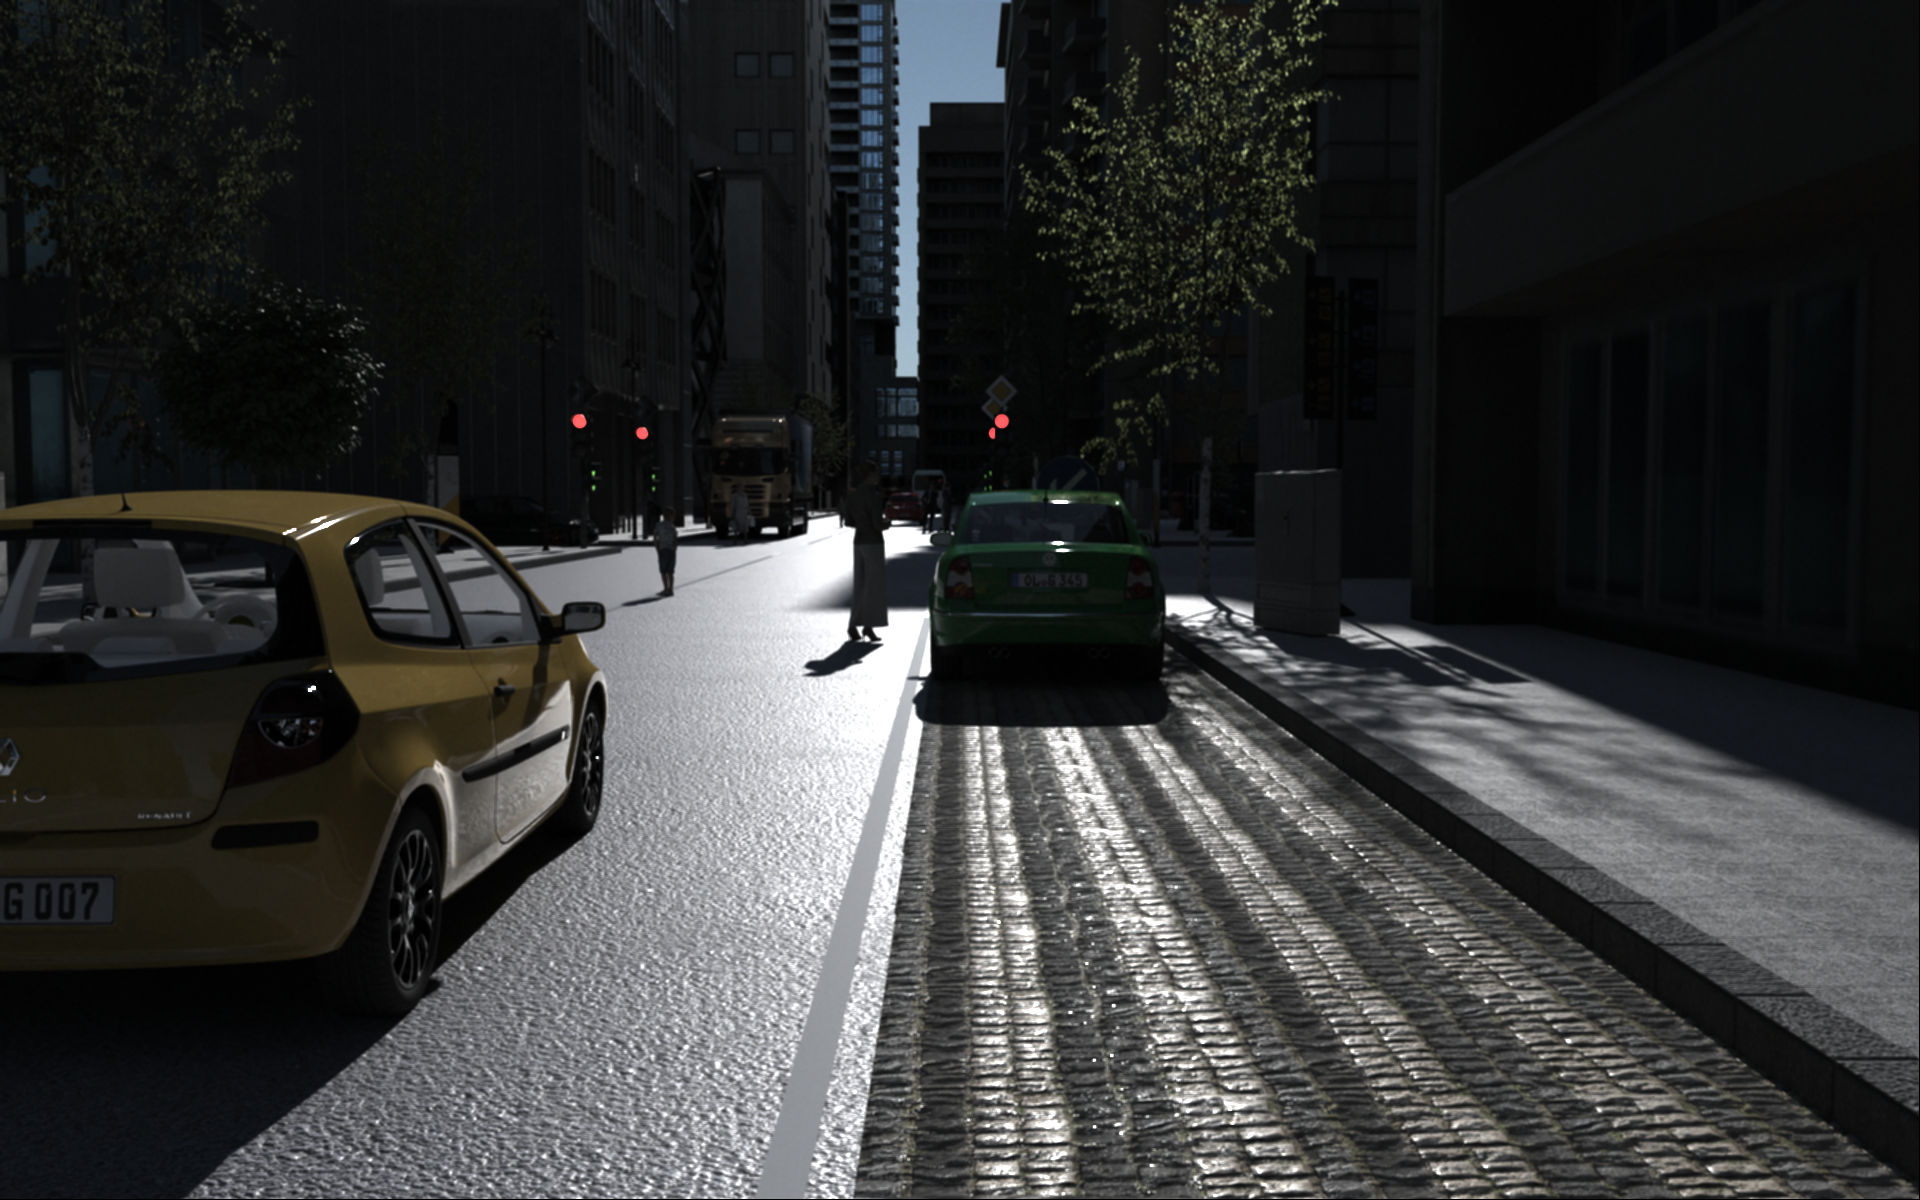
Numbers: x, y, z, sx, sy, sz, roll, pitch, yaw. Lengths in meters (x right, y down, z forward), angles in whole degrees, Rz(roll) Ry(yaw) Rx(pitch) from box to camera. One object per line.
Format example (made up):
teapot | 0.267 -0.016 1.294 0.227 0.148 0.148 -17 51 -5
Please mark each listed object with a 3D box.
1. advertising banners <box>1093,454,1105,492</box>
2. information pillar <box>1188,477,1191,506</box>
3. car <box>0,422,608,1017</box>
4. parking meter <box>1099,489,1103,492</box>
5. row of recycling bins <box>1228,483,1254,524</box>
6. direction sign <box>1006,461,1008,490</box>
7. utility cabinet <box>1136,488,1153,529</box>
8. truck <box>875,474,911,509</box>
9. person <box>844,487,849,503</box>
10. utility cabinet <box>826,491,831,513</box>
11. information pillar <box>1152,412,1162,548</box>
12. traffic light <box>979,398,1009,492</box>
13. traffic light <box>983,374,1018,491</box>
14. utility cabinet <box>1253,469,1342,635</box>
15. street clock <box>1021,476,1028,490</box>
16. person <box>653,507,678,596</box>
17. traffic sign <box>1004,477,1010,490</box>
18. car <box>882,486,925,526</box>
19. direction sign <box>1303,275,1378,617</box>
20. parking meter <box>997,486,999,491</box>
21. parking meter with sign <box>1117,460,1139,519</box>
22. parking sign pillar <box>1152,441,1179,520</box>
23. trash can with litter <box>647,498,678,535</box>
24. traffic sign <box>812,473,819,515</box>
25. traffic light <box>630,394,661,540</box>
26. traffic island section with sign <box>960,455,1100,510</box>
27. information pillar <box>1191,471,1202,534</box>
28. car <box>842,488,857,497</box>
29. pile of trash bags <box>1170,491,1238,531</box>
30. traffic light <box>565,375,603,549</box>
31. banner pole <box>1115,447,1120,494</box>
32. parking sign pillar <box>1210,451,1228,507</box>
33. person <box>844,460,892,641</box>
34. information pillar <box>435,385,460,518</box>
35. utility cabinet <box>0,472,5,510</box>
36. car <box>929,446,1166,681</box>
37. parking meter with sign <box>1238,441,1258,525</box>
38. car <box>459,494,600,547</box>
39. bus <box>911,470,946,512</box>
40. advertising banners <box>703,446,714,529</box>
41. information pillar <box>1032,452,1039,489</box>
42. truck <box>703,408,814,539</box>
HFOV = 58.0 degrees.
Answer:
advertising banners | 5.948 -4.805 74.745 0.090 3.025 2.074 -1 4 -13
information pillar | 9.852 -4.211 73.338 0.304 2.012 0.304 -3 5 -44
car | -2.373 0.249 6.156 2.015 1.641 3.980 0 4 -1
parking meter | 6.798 -4.675 84.852 0.372 1.533 0.369 0 3 0
row of recycling bins | 11.225 -3.619 66.282 1.069 1.692 3.534 2 4 29
direction sign | 3.030 -7.246 110.463 0.379 3.537 0.876 1 4 16
utility cabinet | 6.794 -3.378 63.908 0.318 1.500 1.173 1 4 21
truck | -6.402 -10.596 169.165 3.469 3.379 9.791 0 4 0
person | -6.703 -5.700 101.677 0.713 1.824 0.794 1 4 21
utility cabinet | -8.779 -6.542 115.641 0.318 1.500 1.173 0 4 -3
information pillar | 4.702 -3.061 41.409 0.183 3.616 0.504 1 4 15
traffic light | 0.955 -3.658 48.734 0.839 4.253 0.868 0 3 0
traffic light | 0.956 -3.170 40.749 0.839 4.253 0.868 0 3 0
utility cabinet | 3.106 -0.451 16.049 0.318 1.500 1.173 -1 4 -16
street clock | 2.628 -4.048 70.757 0.358 2.002 0.471 1 4 13
person | -4.147 -0.684 24.373 0.332 1.250 0.352 1 4 13
traffic sign | 2.668 -5.969 98.780 0.795 2.450 0.064 0 4 7
car | -2.494 -4.278 78.982 2.155 1.783 4.494 0 4 -1
direction sign | 3.986 -1.602 18.189 0.876 3.537 0.379 -1 4 -21
parking meter | 2.615 -6.623 113.992 0.399 1.863 0.255 0 4 1
parking meter with sign | 8.946 -5.739 90.095 0.543 3.016 1.738 3 5 44
parking sign pillar | 10.309 -6.044 87.293 1.447 3.967 1.447 0 4 5
trash can with litter | -9.363 -2.609 54.037 1.055 1.170 0.624 -1 4 -22
traffic sign | -8.988 -6.446 105.504 0.768 2.556 0.104 0 4 1
traffic light | -8.856 -3.657 48.717 0.839 4.253 0.868 0 3 0
traffic island section with sign | 1.005 -0.612 18.639 1.989 1.847 2.006 0 3 0
information pillar | 7.767 -3.146 55.936 0.304 2.012 0.304 -2 4 -30
car | -6.298 -6.145 109.137 2.281 1.827 5.304 0 4 -2
pile of trash bags | 8.477 -3.143 61.147 1.912 1.369 3.447 3 5 39
traffic light | -8.855 -3.169 40.732 0.839 4.253 0.868 0 3 0
banner pole | 8.403 -6.265 92.448 0.401 3.779 0.863 -1 4 -10
parking sign pillar | 13.861 -6.458 94.055 1.447 3.967 1.447 -1 4 -11
person | -0.865 -0.478 16.868 0.362 1.759 0.519 -3 5 -44
information pillar | -11.094 -2.820 37.465 0.504 3.616 0.183 -3 5 -43
utility cabinet | -9.634 -0.496 16.794 0.318 1.500 1.173 -1 4 -10
car | 0.694 -0.356 14.618 1.959 1.807 4.718 0 4 1
parking meter with sign | 10.073 -3.726 57.175 1.738 3.016 0.543 1 4 18
car | -11.463 -2.135 44.698 4.222 1.686 2.009 0 4 -1
bus | -2.512 -8.841 139.411 2.948 3.499 13.247 0 4 -1
advertising banners | -9.380 -4.173 64.413 0.090 3.025 2.074 0 4 1
information pillar | 3.728 -5.784 85.930 0.183 3.616 0.504 2 4 35
truck | -6.650 -4.281 58.911 2.839 4.237 11.283 0 4 0
